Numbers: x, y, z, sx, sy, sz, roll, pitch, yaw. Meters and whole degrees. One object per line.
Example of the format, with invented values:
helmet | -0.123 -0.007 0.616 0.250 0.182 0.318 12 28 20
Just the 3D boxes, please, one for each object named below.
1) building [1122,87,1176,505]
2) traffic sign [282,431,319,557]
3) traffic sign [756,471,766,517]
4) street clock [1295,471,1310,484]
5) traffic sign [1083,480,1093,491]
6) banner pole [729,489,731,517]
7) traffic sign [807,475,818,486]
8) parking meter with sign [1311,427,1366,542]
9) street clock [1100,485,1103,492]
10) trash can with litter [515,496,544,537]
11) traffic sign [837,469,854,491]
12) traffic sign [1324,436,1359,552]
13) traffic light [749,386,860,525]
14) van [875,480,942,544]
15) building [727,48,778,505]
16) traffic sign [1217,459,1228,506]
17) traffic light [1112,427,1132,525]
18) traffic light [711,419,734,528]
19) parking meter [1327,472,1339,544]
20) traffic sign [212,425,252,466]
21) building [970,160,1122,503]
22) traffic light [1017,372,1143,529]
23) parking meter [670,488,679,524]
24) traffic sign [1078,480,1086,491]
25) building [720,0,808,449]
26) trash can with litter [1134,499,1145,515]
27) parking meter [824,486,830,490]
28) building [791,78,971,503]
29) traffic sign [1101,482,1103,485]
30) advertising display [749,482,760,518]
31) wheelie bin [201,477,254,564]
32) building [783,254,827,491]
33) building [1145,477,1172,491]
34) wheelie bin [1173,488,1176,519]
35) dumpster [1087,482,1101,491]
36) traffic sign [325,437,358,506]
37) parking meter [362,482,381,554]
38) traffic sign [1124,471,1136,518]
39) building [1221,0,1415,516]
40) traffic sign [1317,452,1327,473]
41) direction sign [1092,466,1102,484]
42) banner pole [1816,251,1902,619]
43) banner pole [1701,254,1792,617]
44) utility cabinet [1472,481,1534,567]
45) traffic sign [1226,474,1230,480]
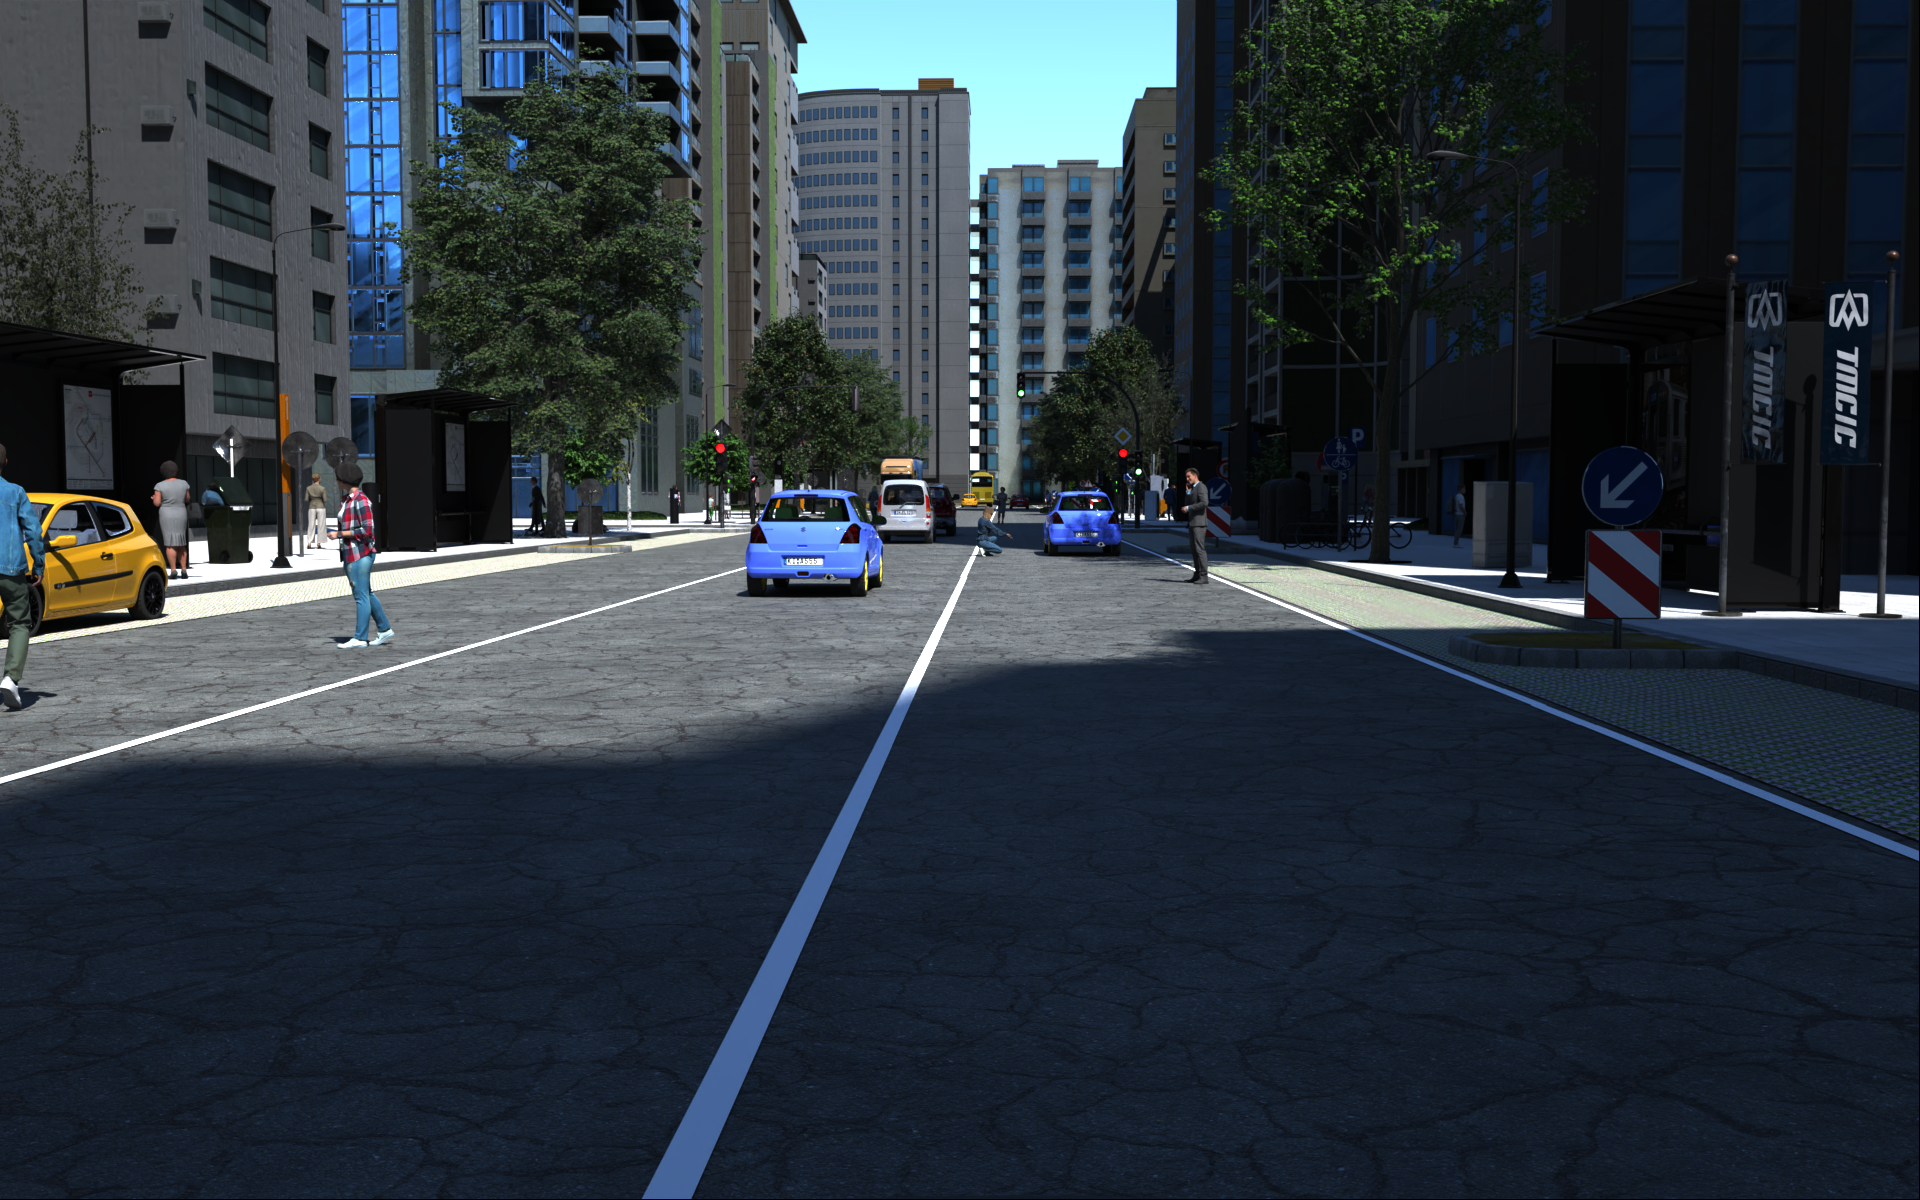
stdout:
building | 30.352 -35.443 203.188 21.300 48.544 21.600 0 4 1
traffic sign | -13.382 -2.143 35.137 0.768 2.556 0.104 0 4 3
traffic sign | -11.246 -5.920 96.890 0.768 2.556 0.104 0 4 2
street clock | 10.811 -3.066 54.695 0.358 2.002 0.471 -2 4 -31
traffic sign | 10.388 -8.575 140.202 0.884 2.594 0.081 0 4 4
banner pole | -12.406 -6.411 94.830 0.863 3.779 0.401 2 4 24
traffic sign | -9.775 -7.022 114.908 0.768 2.556 0.104 0 4 8
parking meter with sign | 9.982 -3.048 46.101 0.543 3.016 1.738 -2 4 -28
street clock | 11.454 -8.292 140.146 0.358 2.002 0.471 1 4 16
trash can with litter | -13.010 -2.545 52.672 1.678 1.210 2.233 -1 4 -11
traffic sign | -9.643 -8.935 139.963 2.265 3.308 0.079 1 4 10
traffic sign | 8.428 -2.342 38.398 0.768 2.556 0.104 0 4 2
traffic light | -6.587 -5.996 72.699 4.771 5.953 1.251 0 4 1
van | -1.570 -2.717 51.436 2.013 2.044 4.112 0 4 1
building | -24.244 -28.835 155.050 14.154 41.232 14.086 0 4 1
traffic sign | 9.837 -3.898 63.846 0.768 2.556 0.104 0 4 6
traffic light | 6.776 -5.102 72.343 0.839 4.253 0.868 0 4 1
traffic light | -8.882 -4.637 64.734 0.839 4.253 0.868 0 4 1
parking meter | 9.642 -2.385 44.706 0.255 1.863 0.399 0 4 5
traffic sign | -13.850 -2.033 32.975 0.795 2.593 0.064 0 4 5
building | 16.794 -38.597 250.672 30.456 49.044 23.786 0 4 1
traffic light | 4.481 -5.480 64.271 4.771 5.953 1.251 0 4 1
parking meter | -12.348 -4.064 74.865 0.372 1.533 0.369 0 3 0
traffic sign | 10.411 -8.963 146.648 0.768 2.556 0.104 0 4 5
building | -31.040 -35.916 176.460 28.713 52.752 27.495 0 4 1
trash can with litter | 11.017 -5.674 104.156 1.055 1.170 0.624 -1 4 -10
parking meter | -9.097 -6.910 118.686 0.255 1.863 0.399 1 4 22
building | -12.599 -43.239 248.955 28.212 58.520 21.231 0 4 1
traffic sign | 11.892 -8.918 147.931 0.606 2.300 0.079 0 4 8
advertising display | -10.970 -5.324 92.258 0.123 1.923 0.974 1 4 22
wheelie bin | -13.543 -1.471 31.965 0.693 1.594 0.980 1 4 19
building | -23.292 -26.756 209.159 14.107 30.474 14.160 0 4 1
building | 35.897 -29.825 179.515 32.217 40.220 23.993 0 4 1
wheelie bin | 11.095 -4.859 87.352 0.980 1.594 0.693 1 4 12
dumpster | 11.347 -8.705 144.825 1.502 2.255 1.985 0 4 2
traffic sign | -13.794 -2.356 38.632 0.768 2.556 0.104 0 4 4
parking meter | -12.666 -1.765 37.266 0.372 1.533 0.369 0 3 0
traffic sign | 9.228 -5.716 93.563 0.768 2.556 0.104 0 4 7
building | 27.845 -41.076 109.842 20.563 71.187 20.611 0 4 1
traffic sign | 10.626 -3.038 49.777 0.768 2.556 0.104 1 4 11
direction sign | 11.005 -9.004 139.209 0.876 3.537 0.379 1 4 16
banner pole | 9.360 -1.710 17.972 0.863 3.779 0.401 1 4 13
banner pole | 8.182 -1.711 17.994 0.401 3.779 0.863 -2 4 -34
utility cabinet | 9.463 -1.313 30.154 1.173 1.500 0.318 -2 4 -31
traffic sign | 10.201 -3.882 63.475 0.884 2.594 0.081 0 4 7
